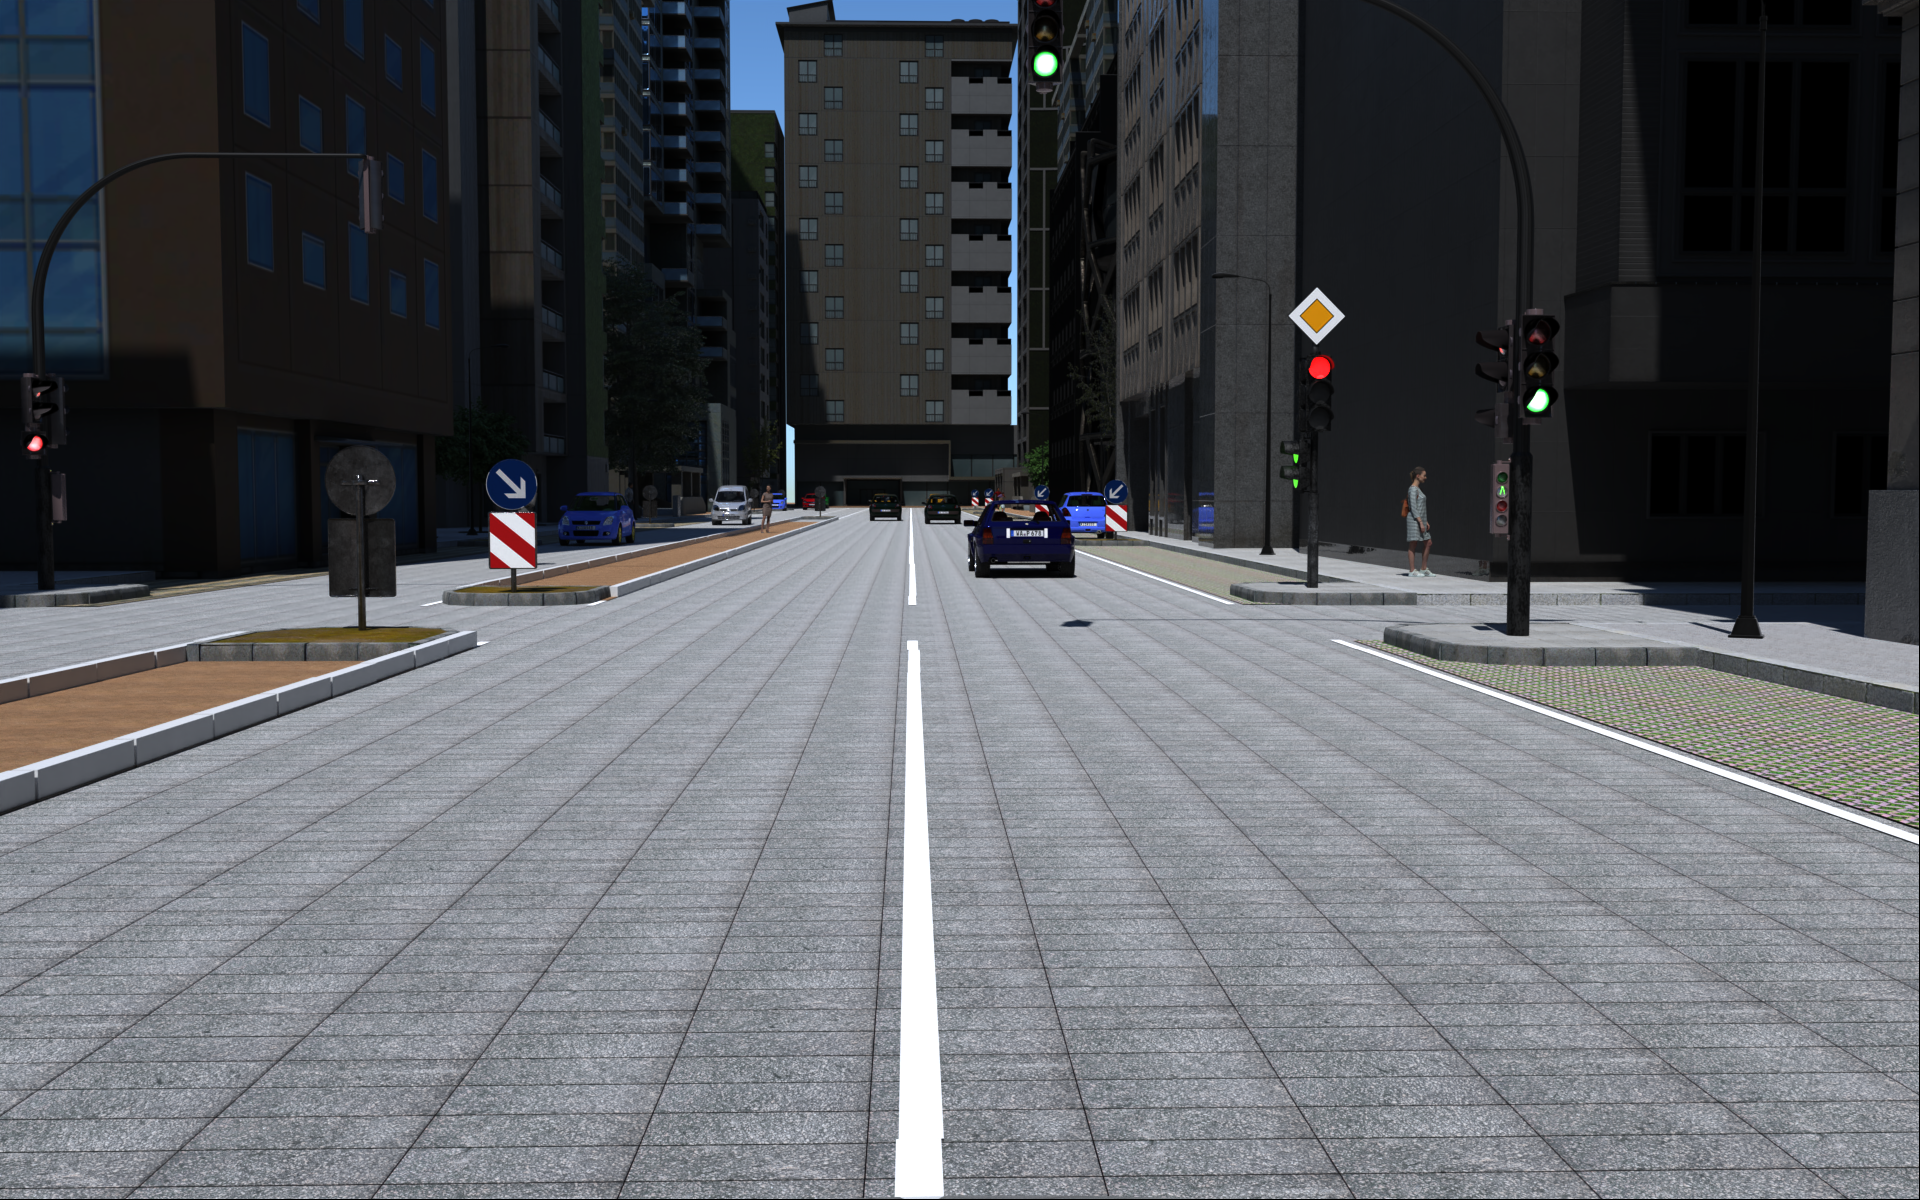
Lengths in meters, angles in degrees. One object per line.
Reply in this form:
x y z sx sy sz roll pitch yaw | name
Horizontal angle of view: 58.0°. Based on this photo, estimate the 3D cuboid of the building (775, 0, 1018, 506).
-5.686 -37.026 194.616 27.495 52.752 28.713 0 4 -2 | building

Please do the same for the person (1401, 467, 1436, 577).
7.069 -1.206 26.767 0.522 1.701 0.512 2 4 25 | person

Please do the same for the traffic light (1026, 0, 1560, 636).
2.950 -2.493 15.432 4.771 5.953 1.251 0 4 -2 | traffic light

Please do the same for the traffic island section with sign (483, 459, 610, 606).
-5.819 -0.914 23.088 2.006 1.907 1.989 0 4 -2 | traffic island section with sign

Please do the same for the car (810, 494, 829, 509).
-14.005 -10.021 172.641 1.959 1.807 4.718 0 4 -3 | car

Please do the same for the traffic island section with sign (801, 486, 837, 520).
-7.964 -5.508 98.196 2.006 1.907 1.989 0 4 -2 | traffic island section with sign

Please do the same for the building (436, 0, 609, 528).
-22.586 -23.606 69.550 14.154 41.232 14.086 0 4 -2 | building

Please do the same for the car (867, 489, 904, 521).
-4.018 -5.134 93.722 2.009 1.686 4.222 0 4 -2 | car

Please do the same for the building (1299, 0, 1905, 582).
19.432 -14.466 30.024 24.014 27.812 14.314 0 4 -2 | building

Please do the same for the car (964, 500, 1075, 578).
1.058 -1.131 31.077 1.945 1.354 3.894 0 4 -2 | car

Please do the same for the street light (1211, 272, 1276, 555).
5.969 -3.911 36.480 1.470 5.913 1.316 0 4 -2 | street light

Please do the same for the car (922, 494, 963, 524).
-0.849 -4.529 83.843 2.009 1.686 4.222 0 4 -2 | car

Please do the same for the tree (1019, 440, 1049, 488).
5.235 -7.301 103.092 4.285 4.588 4.351 0 3 0 | tree

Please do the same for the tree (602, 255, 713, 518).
-17.397 -11.352 92.253 9.857 13.997 8.962 0 3 0 | tree

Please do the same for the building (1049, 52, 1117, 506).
11.463 -15.993 91.158 12.332 23.373 15.834 0 4 -2 | building

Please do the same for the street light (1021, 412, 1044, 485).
4.142 -7.671 97.968 1.470 5.913 1.316 0 4 -2 | street light

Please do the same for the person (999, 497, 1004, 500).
1.631 -3.273 66.260 0.590 1.304 0.306 -3 4 -36 | person

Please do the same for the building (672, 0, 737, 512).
-28.532 -50.330 135.575 22.319 86.520 31.000 0 4 -2 | building

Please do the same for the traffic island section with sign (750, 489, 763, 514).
-14.863 -7.141 125.376 1.989 1.847 2.006 0 4 -2 | traffic island section with sign

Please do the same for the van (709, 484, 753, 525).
-10.685 -4.530 81.073 2.013 2.044 4.112 0 4 -3 | van

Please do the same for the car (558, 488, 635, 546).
-10.331 -2.431 49.330 1.945 1.707 3.694 0 4 -2 | car

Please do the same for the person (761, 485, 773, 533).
-7.051 -3.338 63.423 0.599 1.781 0.374 -2 4 -34 | person

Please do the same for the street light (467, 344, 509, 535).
-14.649 -4.968 53.762 1.470 5.913 1.316 0 4 -2 | street light

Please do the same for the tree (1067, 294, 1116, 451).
5.935 -6.908 63.304 4.360 8.622 3.978 0 3 0 | tree

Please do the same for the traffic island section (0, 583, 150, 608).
-12.283 -0.059 23.249 2.009 0.180 2.903 0 4 -2 | traffic island section

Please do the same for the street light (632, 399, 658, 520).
-15.501 -6.885 85.108 1.470 5.913 1.316 0 4 -2 | street light

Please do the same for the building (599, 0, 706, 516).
-33.193 -25.530 109.290 32.217 40.220 23.993 0 4 -2 | building

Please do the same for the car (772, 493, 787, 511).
-15.688 -8.446 147.675 1.945 1.707 3.694 0 4 -3 | car

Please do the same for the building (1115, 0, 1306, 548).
11.718 -14.204 50.262 12.078 24.808 19.932 0 4 -2 | building

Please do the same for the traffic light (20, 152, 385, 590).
-10.154 -2.969 23.210 4.771 5.953 1.251 0 4 -2 | traffic light

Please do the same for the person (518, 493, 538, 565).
-8.649 -1.588 34.639 0.473 1.802 0.592 0 3 0 | person

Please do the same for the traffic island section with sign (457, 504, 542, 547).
-12.654 -2.399 47.852 1.989 1.847 2.006 0 4 -2 | traffic island section with sign

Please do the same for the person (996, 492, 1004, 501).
3.336 -8.236 143.929 0.697 1.427 0.421 0 4 1 | person

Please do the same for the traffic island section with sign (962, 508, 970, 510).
1.192 -8.815 152.746 1.989 1.847 2.006 0 4 -2 | traffic island section with sign

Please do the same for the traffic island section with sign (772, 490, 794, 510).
-15.639 -8.789 152.320 1.989 1.847 2.006 0 4 -2 | traffic island section with sign

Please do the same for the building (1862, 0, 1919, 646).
14.608 -13.229 3.685 14.401 28.519 23.554 0 4 -2 | building

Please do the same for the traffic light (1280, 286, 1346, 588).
4.811 -2.122 23.615 0.839 4.253 0.868 0 4 -2 | traffic light

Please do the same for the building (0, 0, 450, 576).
-19.133 -23.482 34.039 14.600 45.320 14.200 0 4 -2 | building

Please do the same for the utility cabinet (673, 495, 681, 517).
-15.881 -5.251 97.017 0.306 1.237 1.020 0 4 0 | utility cabinet

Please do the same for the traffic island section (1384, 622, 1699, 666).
5.079 0.400 15.748 2.009 0.180 2.903 0 4 -2 | traffic island section

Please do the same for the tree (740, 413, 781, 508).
-18.251 -12.715 158.255 4.737 8.622 4.395 0 3 0 | tree

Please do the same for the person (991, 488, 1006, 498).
3.329 -8.826 150.292 1.348 1.831 0.705 -1 4 -17 | person

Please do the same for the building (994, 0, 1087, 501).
13.997 -44.268 162.037 20.563 71.187 20.611 0 4 -2 | building

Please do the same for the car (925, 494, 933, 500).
-2.258 -9.389 163.735 2.015 1.641 3.980 0 4 -2 | car

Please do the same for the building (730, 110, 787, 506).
-26.280 -30.838 187.797 14.086 41.232 14.154 0 4 -2 | building

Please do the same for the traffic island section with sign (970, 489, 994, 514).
1.963 -7.145 125.443 1.989 1.847 2.006 0 4 -2 | traffic island section with sign

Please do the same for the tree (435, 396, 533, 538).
-15.957 -4.518 57.576 4.285 4.588 4.351 0 3 0 | tree

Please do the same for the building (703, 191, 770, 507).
-25.634 -24.176 166.975 14.107 30.474 14.160 0 4 -2 | building

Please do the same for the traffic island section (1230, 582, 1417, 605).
4.852 -0.089 23.730 2.009 0.180 2.903 0 4 -2 | traffic island section

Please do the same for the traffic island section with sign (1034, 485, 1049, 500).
3.393 -4.076 75.263 1.989 1.847 2.006 0 4 -2 | traffic island section with sign

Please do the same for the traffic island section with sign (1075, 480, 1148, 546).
4.158 -2.428 48.319 1.989 1.847 2.006 0 4 -2 | traffic island section with sign

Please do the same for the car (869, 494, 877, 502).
-5.458 -6.865 122.470 2.015 1.641 3.980 0 4 -3 | car

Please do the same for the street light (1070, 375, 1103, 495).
4.980 -5.812 67.562 1.470 5.913 1.316 0 4 -2 | street light

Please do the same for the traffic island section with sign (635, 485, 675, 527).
-13.430 -4.059 74.991 1.989 1.847 2.006 0 4 -2 | traffic island section with sign

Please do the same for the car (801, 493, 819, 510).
-13.347 -9.097 157.779 2.155 1.783 4.494 0 4 -2 | car

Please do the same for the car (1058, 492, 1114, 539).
3.825 -2.735 54.312 1.945 1.707 3.694 0 4 -2 | car

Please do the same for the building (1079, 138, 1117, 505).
13.505 -12.677 74.725 16.820 18.784 16.811 0 4 -2 | building

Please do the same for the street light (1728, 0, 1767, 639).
6.508 -2.618 15.338 1.470 5.913 1.316 0 4 -2 | street light

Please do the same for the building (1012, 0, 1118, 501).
20.675 -27.463 140.903 32.217 40.220 23.993 0 4 -2 | building

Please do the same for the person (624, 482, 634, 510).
-15.798 -4.683 82.457 0.795 1.843 0.661 1 4 19 | person
